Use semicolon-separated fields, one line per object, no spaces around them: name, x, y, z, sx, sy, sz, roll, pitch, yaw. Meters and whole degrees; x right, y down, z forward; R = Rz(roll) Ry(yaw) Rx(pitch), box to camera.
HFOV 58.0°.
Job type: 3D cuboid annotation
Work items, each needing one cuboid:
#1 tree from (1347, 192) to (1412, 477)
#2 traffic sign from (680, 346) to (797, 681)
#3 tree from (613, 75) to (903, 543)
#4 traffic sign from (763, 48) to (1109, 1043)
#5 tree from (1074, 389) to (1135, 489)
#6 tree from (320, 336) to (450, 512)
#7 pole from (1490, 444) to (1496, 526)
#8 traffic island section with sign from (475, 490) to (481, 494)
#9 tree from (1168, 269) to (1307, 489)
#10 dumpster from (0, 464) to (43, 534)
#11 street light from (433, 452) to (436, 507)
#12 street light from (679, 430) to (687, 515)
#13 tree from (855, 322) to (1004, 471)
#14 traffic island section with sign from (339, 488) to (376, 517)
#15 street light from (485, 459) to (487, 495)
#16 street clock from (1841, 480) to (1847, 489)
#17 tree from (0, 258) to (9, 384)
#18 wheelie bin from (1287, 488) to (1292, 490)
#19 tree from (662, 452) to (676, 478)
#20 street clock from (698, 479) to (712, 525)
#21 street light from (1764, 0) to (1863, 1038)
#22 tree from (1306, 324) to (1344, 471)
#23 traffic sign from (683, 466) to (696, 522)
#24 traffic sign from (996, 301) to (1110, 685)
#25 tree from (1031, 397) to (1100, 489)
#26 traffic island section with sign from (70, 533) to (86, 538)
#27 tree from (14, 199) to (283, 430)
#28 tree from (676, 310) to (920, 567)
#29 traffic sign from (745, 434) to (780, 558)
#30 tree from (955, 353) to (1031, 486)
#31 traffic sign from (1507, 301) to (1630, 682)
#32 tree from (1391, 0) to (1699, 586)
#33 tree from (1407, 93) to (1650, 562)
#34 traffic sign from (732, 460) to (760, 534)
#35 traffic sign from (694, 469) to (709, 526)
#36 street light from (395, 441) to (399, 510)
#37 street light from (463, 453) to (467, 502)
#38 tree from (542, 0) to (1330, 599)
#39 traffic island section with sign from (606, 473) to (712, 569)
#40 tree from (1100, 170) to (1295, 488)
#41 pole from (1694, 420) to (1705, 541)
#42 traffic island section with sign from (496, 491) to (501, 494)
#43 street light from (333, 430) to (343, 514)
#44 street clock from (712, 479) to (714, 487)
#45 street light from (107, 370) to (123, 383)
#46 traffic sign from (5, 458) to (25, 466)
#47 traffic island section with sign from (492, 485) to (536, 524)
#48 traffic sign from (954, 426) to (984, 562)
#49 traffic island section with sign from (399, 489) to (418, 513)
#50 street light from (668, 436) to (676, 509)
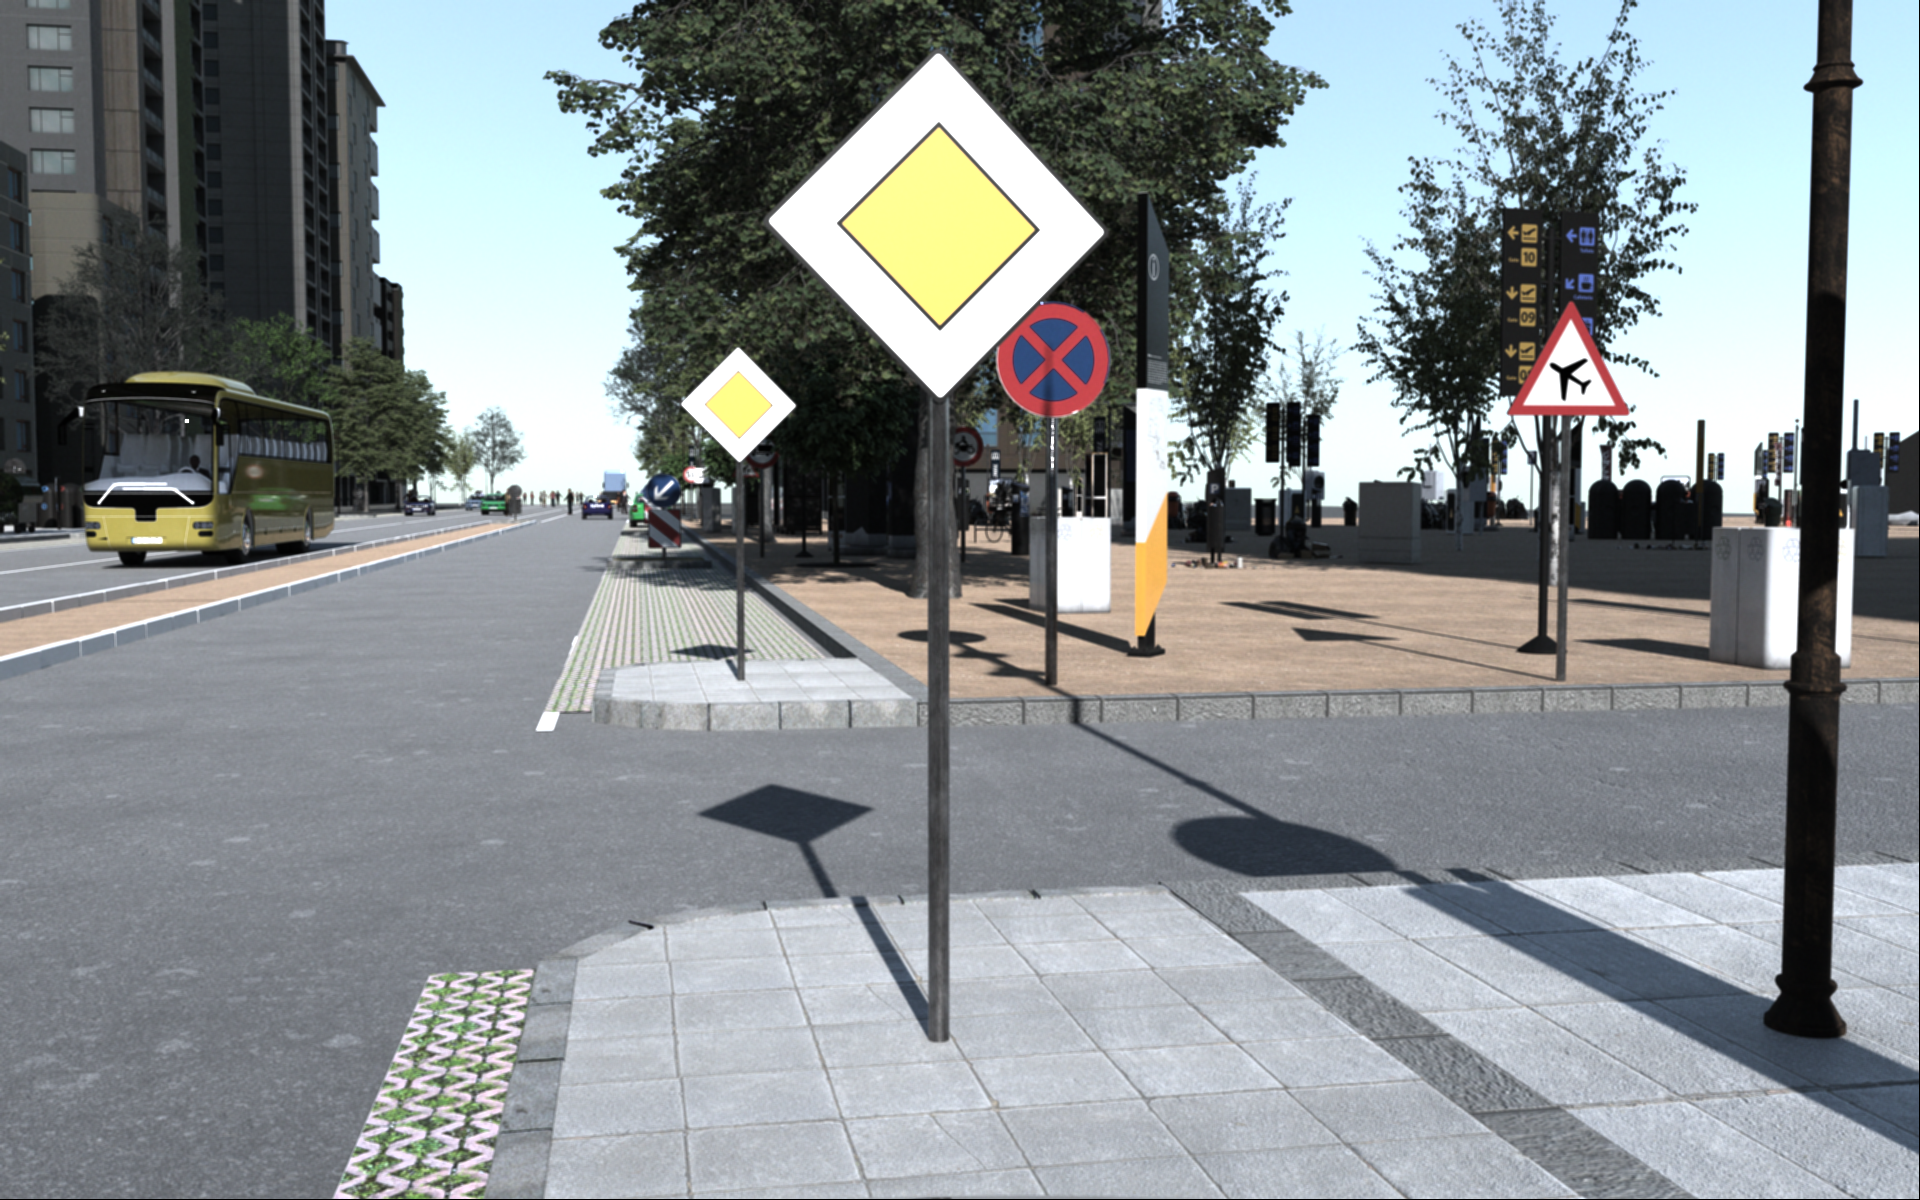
tree;11.130;-5.423;39.033;4.737;8.622;4.395;0;3;0
traffic sign;-1.510;-0.503;11.861;0.795;2.450;0.064;-1;4;-10
tree;-5.108;-7.756;44.936;7.486;12.596;7.792;0;3;0
traffic sign;-0.053;-0.022;4.009;0.795;2.450;0.064;-1;4;-10
tree;6.871;-8.281;85.753;4.360;8.622;3.978;0;3;0
tree;-42.502;-12.621;124.472;7.486;12.596;7.792;0;3;0
pole;21.629;-4.673;70.250;0.158;3.312;0.155;0;3;0
traffic island section with sign;-52.158;-10.949;187.637;1.989;1.847;2.006;-1;4;-10
tree;8.567;-6.539;57.277;4.360;8.622;3.978;0;3;0
dumpster;-31.090;-3.310;56.605;1.502;2.255;1.985;-1;4;-10
street light;-50.207;-11.785;165.471;0.468;5.910;1.993;-1;4;-10
street light;-16.892;-8.137;105.827;0.468;5.910;1.993;-1;4;-10
tree;-0.777;-6.426;55.430;4.360;8.622;3.978;0;3;0
traffic island section with sign;-37.203;-6.019;107.039;1.989;1.847;2.006;-1;4;-10
street light;-60.354;-15.165;220.737;0.468;5.910;1.993;-1;4;-10
street clock;44.920;-5.095;87.873;0.358;2.002;0.471;-3;5;-43
tree;-29.104;-6.049;49.272;4.737;8.622;4.395;0;3;0
wheelie bin;16.125;-4.715;85.005;0.693;1.594;0.980;2;4;25
tree;-8.326;-4.976;65.074;4.285;4.588;4.351;0;3;0
street clock;-10.819;-4.183;72.963;0.471;2.002;0.358;-1;4;-14
street light;2.033;-1.908;3.989;0.468;5.910;1.993;-1;4;-10
tree;14.706;-7.610;74.785;4.360;8.622;3.978;0;3;0
traffic sign;-12.260;-4.833;79.127;0.768;2.556;0.104;0;4;-6
traffic sign;0.613;-0.701;11.568;0.768;2.556;0.104;0;4;-7
tree;5.304;-7.876;79.132;4.737;8.622;4.395;0;3;0
traffic island section with sign;-27.888;-2.950;56.865;1.989;1.847;2.006;-1;4;-10
tree;-34.214;-9.954;73.121;12.009;13.543;11.850;0;3;0
tree;-2.138;-2.885;30.878;4.285;4.588;4.351;0;3;0
traffic sign;-4.000;-2.132;34.966;0.768;2.556;0.104;-1;4;-9
tree;-0.077;-7.850;78.704;4.737;8.622;4.395;0;3;0
traffic sign;4.118;-0.721;11.799;0.884;2.594;0.081;-1;4;-9
tree;8.183;-4.491;23.798;4.360;8.622;3.978;0;3;0
tree;10.967;-5.033;32.650;4.737;8.622;4.395;0;3;0
traffic sign;-6.812;-3.366;55.045;0.884;2.594;0.081;0;4;-6
traffic sign;-10.232;-4.071;68.695;0.606;2.300;0.079;0;4;-5
street light;-45.407;-10.218;139.859;0.468;5.910;1.993;-1;4;-10
street light;-55.191;-13.474;193.090;0.468;5.910;1.993;-1;4;-10
tree;-0.193;-7.005;21.180;9.857;13.997;8.962;0;3;0
traffic island section with sign;-5.908;-1.545;33.890;1.989;1.847;2.006;-1;4;-10
tree;5.849;-5.480;39.952;4.737;8.622;4.395;0;3;0
pole;20.335;-3.288;47.608;0.158;3.312;0.155;0;3;0
traffic island section with sign;-57.205;-12.608;214.773;1.989;1.847;2.006;-1;4;-10
street light;-40.288;-8.525;112.177;0.468;5.910;1.993;-1;4;-10
street clock;-11.281;-4.488;77.943;0.471;2.002;0.358;3;5;44
street light;-31.333;-5.603;64.399;0.468;5.910;1.993;-1;4;-10
traffic sign;-33.442;-3.742;61.288;0.768;2.556;0.104;0;4;-1
traffic island section with sign;-21.697;-4.657;84.278;2.006;1.907;1.989;-1;4;-10
traffic sign;0.061;-1.984;32.552;0.768;2.556;0.104;0;4;-4
traffic island section with sign;-42.134;-7.644;133.609;1.989;1.847;2.006;-1;4;-10
street light;-22.025;-9.825;133.419;0.468;5.910;1.993;-1;4;-10
